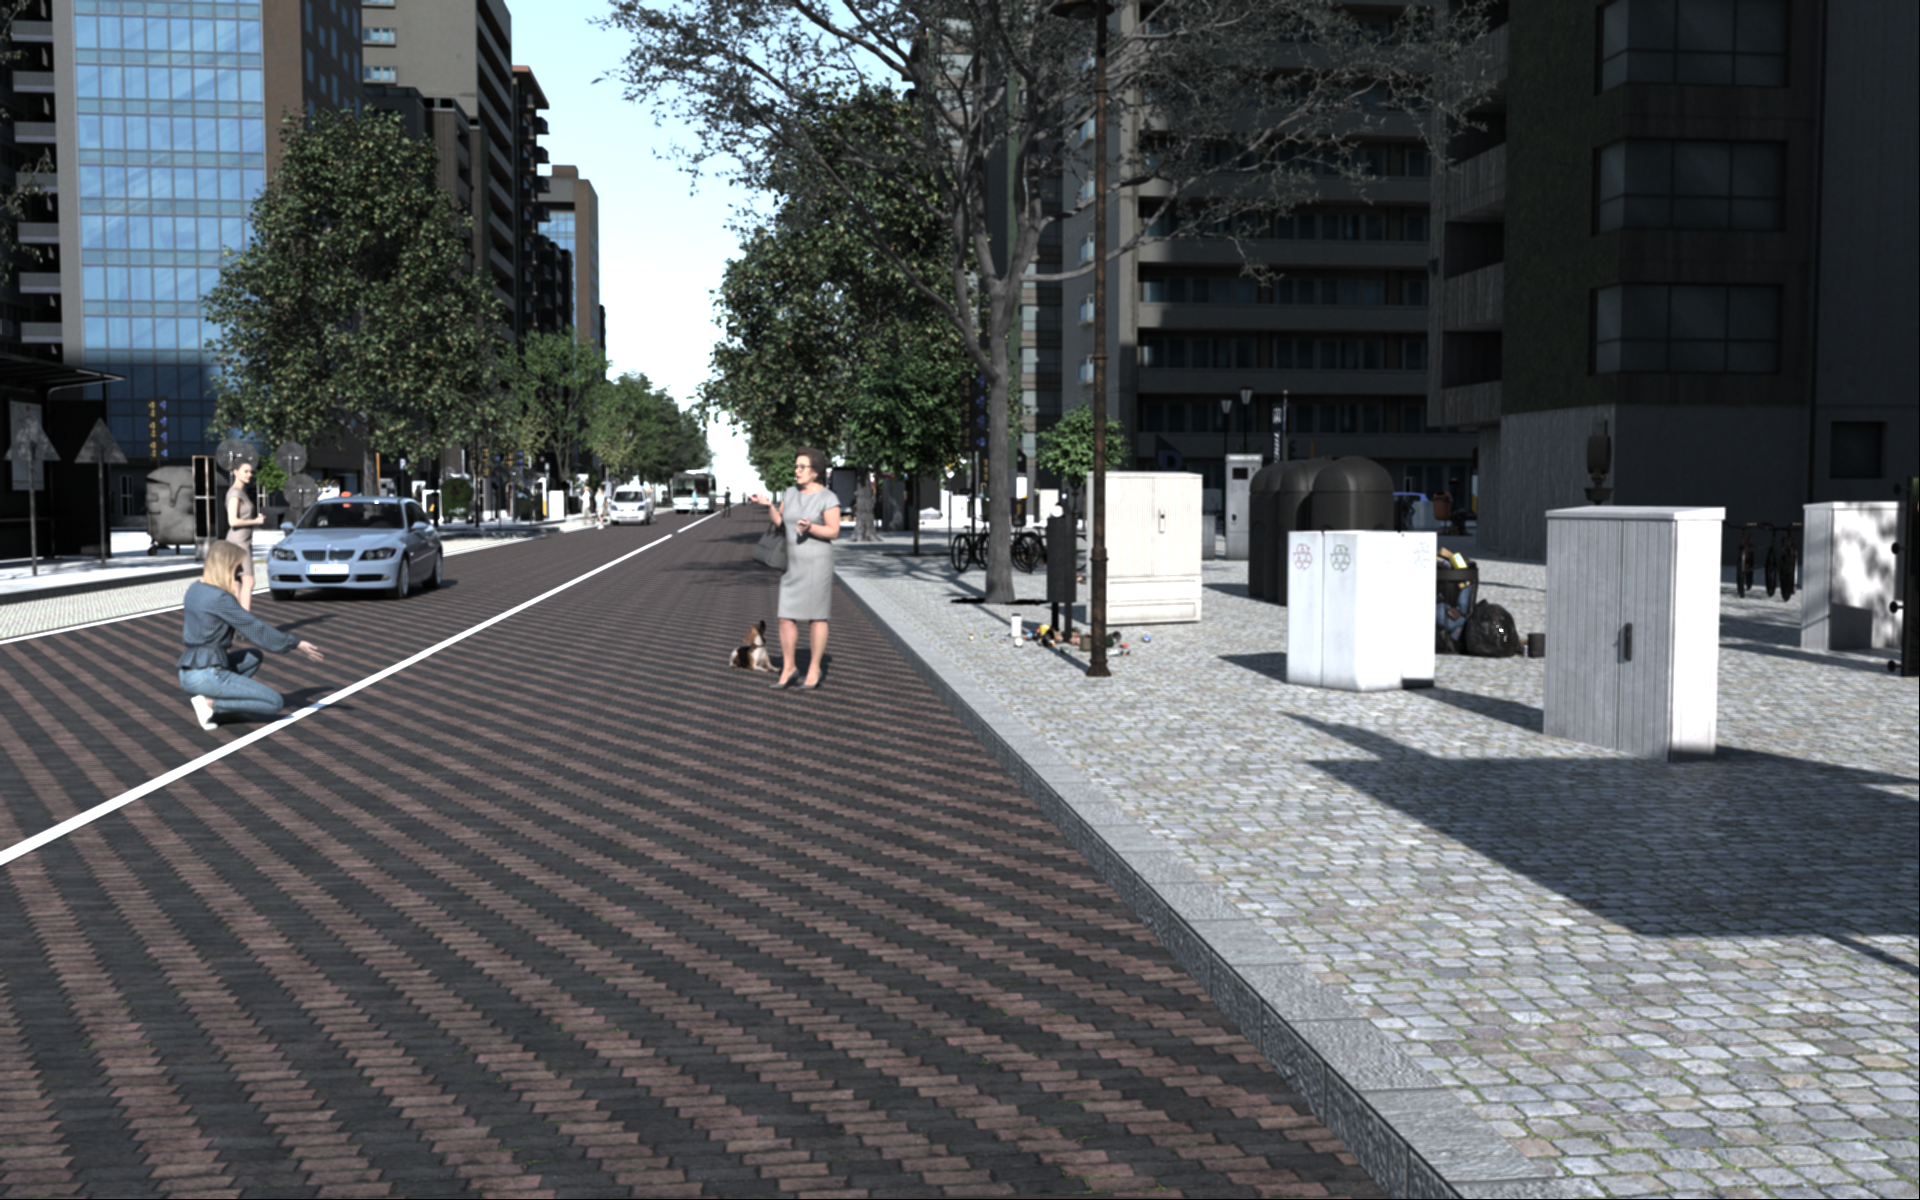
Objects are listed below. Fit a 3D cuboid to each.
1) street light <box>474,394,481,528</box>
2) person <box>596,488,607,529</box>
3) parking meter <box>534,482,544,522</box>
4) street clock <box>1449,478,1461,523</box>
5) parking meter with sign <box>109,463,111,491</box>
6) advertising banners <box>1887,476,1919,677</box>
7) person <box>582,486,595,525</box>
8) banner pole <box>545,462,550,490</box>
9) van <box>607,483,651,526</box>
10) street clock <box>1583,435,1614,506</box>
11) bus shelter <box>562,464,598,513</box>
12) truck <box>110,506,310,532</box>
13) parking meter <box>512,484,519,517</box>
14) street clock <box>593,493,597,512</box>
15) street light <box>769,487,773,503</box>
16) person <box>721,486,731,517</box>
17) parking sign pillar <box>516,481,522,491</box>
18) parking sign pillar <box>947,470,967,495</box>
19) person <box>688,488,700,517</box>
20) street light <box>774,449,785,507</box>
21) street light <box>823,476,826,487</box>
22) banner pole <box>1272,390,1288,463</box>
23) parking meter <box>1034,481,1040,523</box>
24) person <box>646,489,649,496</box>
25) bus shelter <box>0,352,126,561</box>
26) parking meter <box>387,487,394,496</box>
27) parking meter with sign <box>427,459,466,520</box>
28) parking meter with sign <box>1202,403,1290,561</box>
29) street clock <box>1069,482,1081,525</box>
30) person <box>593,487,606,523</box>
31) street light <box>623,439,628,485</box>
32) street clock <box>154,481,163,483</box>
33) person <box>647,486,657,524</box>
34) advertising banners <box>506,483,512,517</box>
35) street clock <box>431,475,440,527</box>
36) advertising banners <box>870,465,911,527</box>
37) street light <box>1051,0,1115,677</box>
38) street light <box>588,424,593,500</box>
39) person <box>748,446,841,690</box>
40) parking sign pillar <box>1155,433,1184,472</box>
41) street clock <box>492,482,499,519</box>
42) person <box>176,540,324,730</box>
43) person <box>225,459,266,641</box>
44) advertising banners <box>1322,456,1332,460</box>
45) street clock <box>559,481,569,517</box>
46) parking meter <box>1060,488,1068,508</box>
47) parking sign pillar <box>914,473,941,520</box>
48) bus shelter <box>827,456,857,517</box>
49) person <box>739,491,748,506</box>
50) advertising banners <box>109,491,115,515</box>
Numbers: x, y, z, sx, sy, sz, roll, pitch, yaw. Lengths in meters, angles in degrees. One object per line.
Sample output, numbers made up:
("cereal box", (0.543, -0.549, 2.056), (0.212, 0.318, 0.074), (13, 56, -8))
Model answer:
("street light", (-18.478, -5.708, 66.112), (0.468, 5.910, 1.993), (0, 4, -7))
("person", (-14.959, -3.833, 72.177), (0.522, 1.701, 0.512), (-3, 4, -39))
("parking meter", (-19.713, -4.607, 81.038), (0.255, 1.863, 0.399), (2, 4, 26))
("street clock", (21.999, -4.433, 77.050), (0.471, 2.002, 0.358), (3, 5, 41))
("parking meter with sign", (-41.703, -5.399, 84.533), (0.543, 3.016, 1.738), (-2, 4, -25))
("advertising banners", (7.545, -0.979, 12.189), (2.074, 3.025, 0.090), (-1, 4, -8))
("person", (-17.177, -4.357, 79.967), (0.641, 1.798, 0.478), (0, 4, 7))
("banner pole", (-28.659, -7.940, 119.836), (0.863, 3.779, 0.401), (2, 4, 33))
("van", (-15.248, -4.462, 79.959), (2.013, 2.044, 4.112), (0, 4, -8))
("street clock", (7.902, -1.033, 21.455), (0.358, 2.002, 0.471), (2, 4, 29))
("bus shelter", (-26.186, -7.699, 119.794), (2.014, 3.302, 5.546), (0, 4, -7))
("truck", (-29.792, -4.346, 60.823), (18.799, 4.110, 2.967), (0, 4, -5))
("parking meter", (-24.635, -5.524, 96.029), (0.255, 1.863, 0.399), (1, 4, 18))
("street clock", (-26.443, -7.386, 125.328), (0.471, 2.002, 0.358), (2, 4, 29))
("street light", (-27.488, -17.175, 253.592), (0.468, 5.910, 1.993), (0, 4, -7))
("person", (-14.487, -6.090, 107.436), (0.648, 1.900, 0.474), (3, 5, 45))
("parking sign pillar", (-34.612, -9.007, 135.733), (1.447, 3.967, 1.447), (0, 4, -5))
("parking sign pillar", (-0.205, -7.901, 117.647), (1.447, 3.967, 1.447), (1, 4, 21))
("person", (-16.928, -6.225, 110.148), (0.748, 1.841, 0.638), (0, 4, 7))
("street light", (-17.777, -12.106, 170.728), (0.468, 5.910, 1.993), (0, 4, -7))
("street light", (-4.600, -5.259, 58.773), (0.468, 5.910, 1.993), (0, 4, -7))
("banner pole", (7.752, -3.178, 41.977), (0.401, 3.779, 0.863), (-1, 4, -18))
("parking meter", (3.397, -4.337, 76.617), (0.255, 1.863, 0.399), (0, 4, 4))
("person", (-22.170, -7.005, 123.207), (0.728, 1.800, 0.709), (3, 4, 38))
("bus shelter", (-17.098, -2.458, 31.466), (1.731, 3.624, 6.357), (0, 4, -7))
("parking meter", (-21.291, -3.460, 64.985), (0.372, 1.533, 0.369), (0, 3, 0))
("parking meter with sign", (-25.157, -5.421, 84.893), (1.738, 3.016, 0.543), (-1, 4, -11))
("parking meter with sign", (5.459, -2.275, 33.455), (1.738, 3.016, 0.543), (0, 4, 6))
("street clock", (4.720, -4.059, 70.939), (0.471, 2.002, 0.358), (-2, 4, -25))
("person", (-18.033, -4.747, 86.599), (0.515, 1.767, 0.782), (-2, 4, -33))
("street light", (-27.351, -10.358, 142.133), (0.468, 5.910, 1.993), (0, 4, -7))
("street clock", (-31.957, -3.958, 69.279), (0.358, 2.002, 0.471), (1, 4, 16))
("person", (-15.019, -4.607, 83.922), (0.767, 1.812, 0.694), (-2, 4, -29))
("advertising banners", (-25.424, -6.213, 97.777), (0.090, 3.025, 2.074), (-1, 4, -23))
("street clock", (-20.167, -3.794, 66.601), (0.358, 2.002, 0.471), (-1, 4, -21))
("advertising banners", (-2.823, -4.357, 67.429), (2.074, 3.025, 0.090), (2, 4, 28))
("street light", (0.978, -2.401, 12.051), (0.468, 5.910, 1.993), (0, 4, -7))
("street light", (-23.992, -8.561, 112.760), (0.468, 5.910, 1.993), (0, 4, -7))
("person", (-1.242, -0.233, 12.665), (0.716, 1.782, 0.532), (2, 4, 29))
("parking sign pillar", (9.328, -5.421, 77.100), (1.447, 3.967, 1.447), (-2, 4, -24))
("street clock", (-24.336, -5.281, 90.909), (0.471, 2.002, 0.358), (-1, 4, -12))
("person", (-4.545, 0.193, 10.840), (0.738, 1.151, 1.012), (-3, 5, -42))
("person", (-7.048, -0.505, 17.096), (0.374, 1.781, 0.599), (-1, 4, -18))
("advertising banners", (17.288, -5.023, 78.309), (2.074, 3.025, 0.090), (3, 4, 38))
("street clock", (-21.884, -5.577, 95.761), (0.471, 2.002, 0.358), (-1, 4, -20))
("parking meter", (4.499, -4.078, 75.084), (0.372, 1.533, 0.369), (0, 3, 0))
("parking sign pillar", (-1.670, -6.059, 87.541), (1.447, 3.967, 1.447), (1, 4, 10))
("bus shelter", (-6.189, -6.192, 95.166), (2.014, 3.302, 5.546), (0, 4, -7))
("person", (-26.255, -12.360, 210.596), (1.348, 1.823, 0.705), (2, 4, 24))
("advertising banners", (-38.645, -5.004, 78.005), (2.074, 3.025, 0.090), (3, 4, 36))
